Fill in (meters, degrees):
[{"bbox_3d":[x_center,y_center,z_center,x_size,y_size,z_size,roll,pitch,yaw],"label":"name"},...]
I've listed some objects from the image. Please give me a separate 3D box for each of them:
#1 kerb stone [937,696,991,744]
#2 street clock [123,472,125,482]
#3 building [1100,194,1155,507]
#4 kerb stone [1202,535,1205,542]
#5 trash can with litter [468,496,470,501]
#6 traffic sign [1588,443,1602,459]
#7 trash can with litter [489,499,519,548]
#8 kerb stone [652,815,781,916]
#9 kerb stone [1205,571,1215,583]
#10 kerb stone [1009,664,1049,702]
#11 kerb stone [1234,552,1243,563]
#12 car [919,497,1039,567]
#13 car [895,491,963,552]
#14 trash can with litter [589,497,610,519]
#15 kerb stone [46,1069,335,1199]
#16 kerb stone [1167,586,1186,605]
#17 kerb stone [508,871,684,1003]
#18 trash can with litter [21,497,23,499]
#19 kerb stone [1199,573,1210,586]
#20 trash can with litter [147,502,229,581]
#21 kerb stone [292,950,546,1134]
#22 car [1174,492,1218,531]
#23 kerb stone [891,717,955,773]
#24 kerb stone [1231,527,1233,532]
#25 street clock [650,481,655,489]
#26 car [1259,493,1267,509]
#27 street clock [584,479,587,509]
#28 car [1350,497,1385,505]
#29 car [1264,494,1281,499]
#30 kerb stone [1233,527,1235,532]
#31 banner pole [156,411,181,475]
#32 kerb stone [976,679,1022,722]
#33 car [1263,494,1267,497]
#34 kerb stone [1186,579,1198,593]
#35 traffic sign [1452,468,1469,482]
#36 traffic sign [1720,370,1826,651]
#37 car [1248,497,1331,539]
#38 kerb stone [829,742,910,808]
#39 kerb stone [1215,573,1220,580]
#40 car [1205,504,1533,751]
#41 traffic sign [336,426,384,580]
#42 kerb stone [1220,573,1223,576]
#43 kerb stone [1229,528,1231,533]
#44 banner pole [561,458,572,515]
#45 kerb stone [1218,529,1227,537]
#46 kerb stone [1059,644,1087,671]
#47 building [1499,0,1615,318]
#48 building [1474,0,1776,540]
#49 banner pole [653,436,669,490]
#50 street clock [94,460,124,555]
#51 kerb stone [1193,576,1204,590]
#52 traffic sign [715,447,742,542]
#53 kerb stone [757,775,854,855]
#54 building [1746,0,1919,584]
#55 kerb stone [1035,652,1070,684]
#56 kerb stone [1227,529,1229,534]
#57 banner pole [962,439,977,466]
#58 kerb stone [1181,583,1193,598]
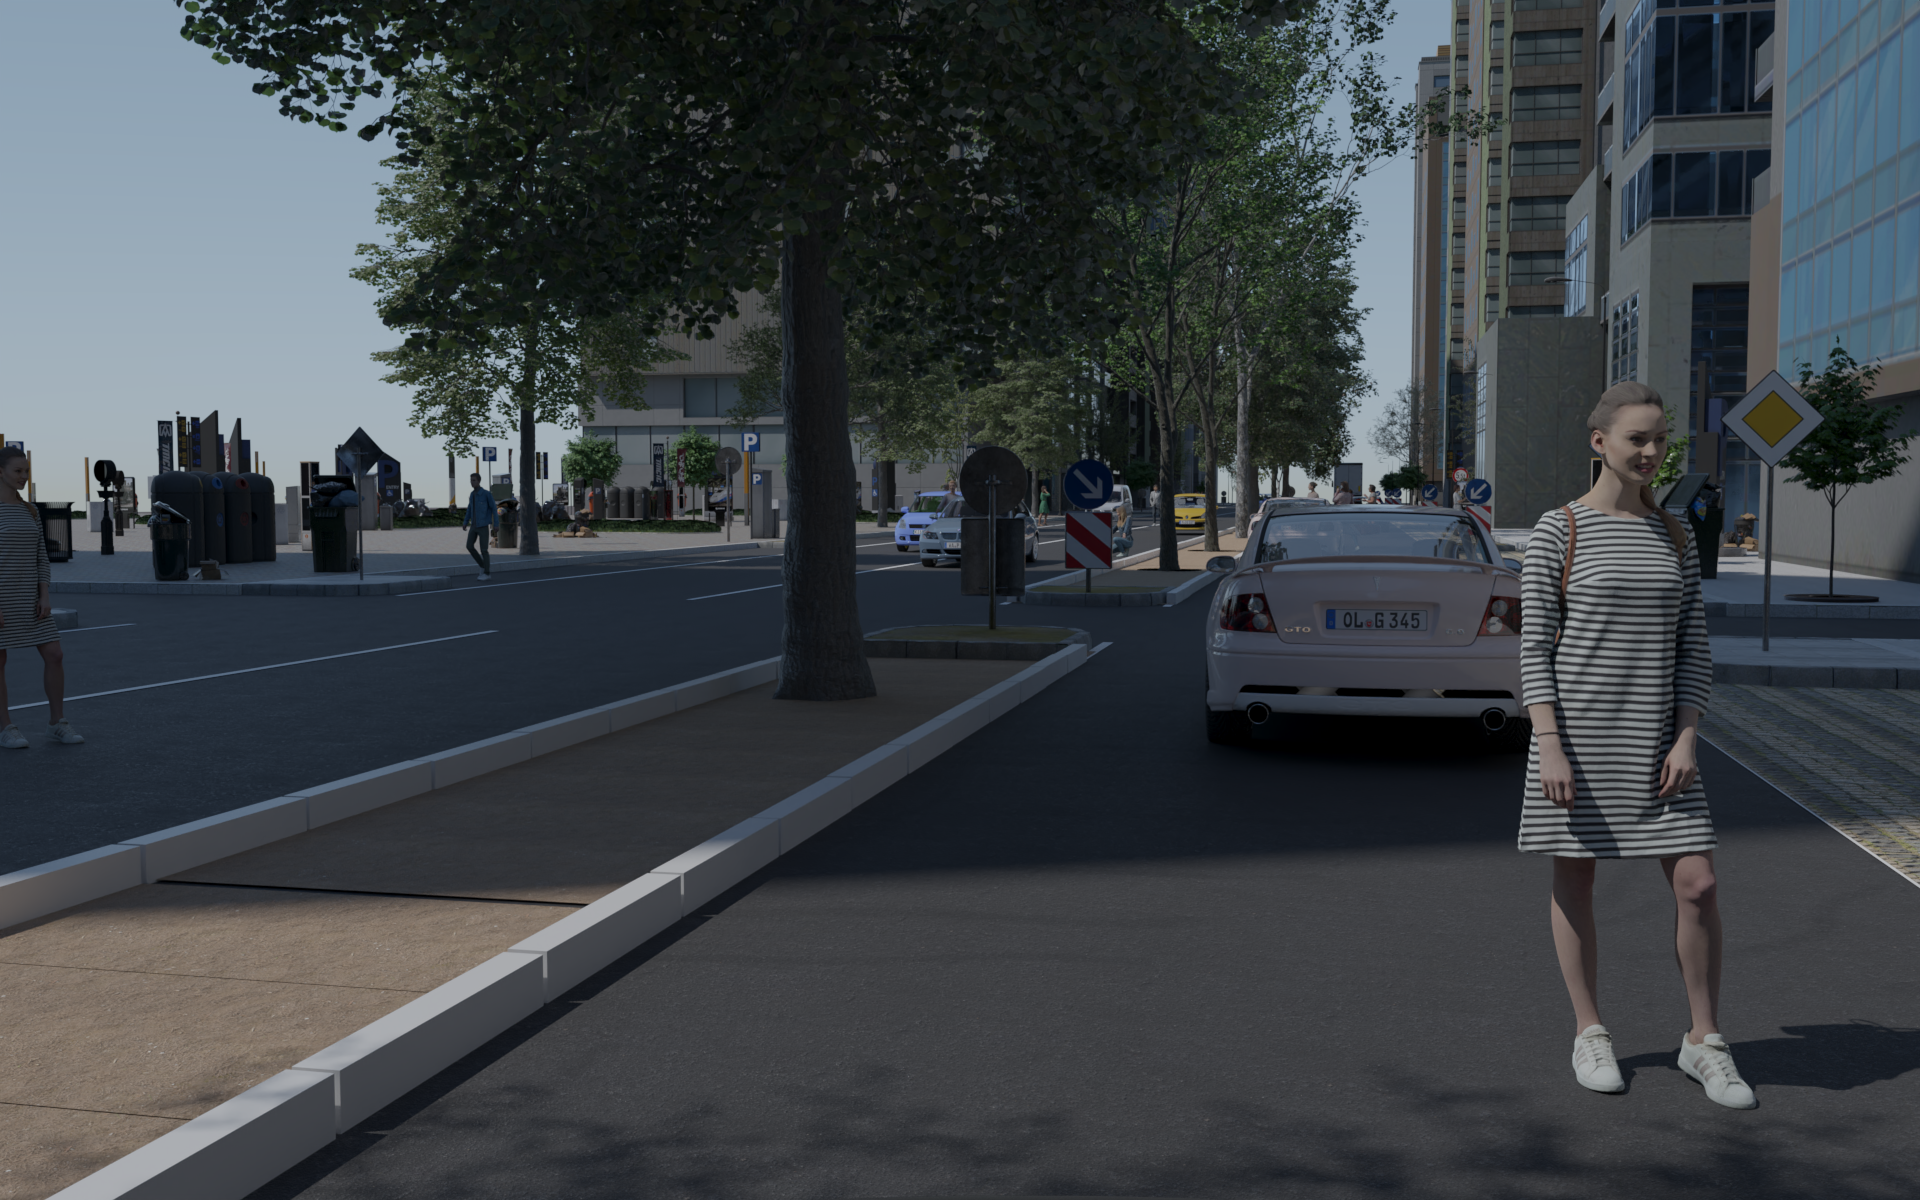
[{"bbox_3d":[0.013,0.724,10.362,0.120,0.150,1.000,1,4,13],"label":"kerb stone"},{"bbox_3d":[-25.586,-2.942,52.674,0.358,2.002,0.471,0,4,-5],"label":"street clock"},{"bbox_3d":[10.413,-24.056,165.023,14.160,30.474,14.107,1,4,13],"label":"building"},{"bbox_3d":[7.097,-1.780,51.374,0.120,0.150,1.000,1,4,13],"label":"kerb stone"},{"bbox_3d":[-24.068,-4.497,84.582,1.678,1.210,2.233,0,4,1],"label":"trash can with litter"},{"bbox_3d":[8.335,-1.116,21.883,0.795,2.450,0.064,1,4,13],"label":"traffic sign"},{"bbox_3d":[-10.877,-1.815,41.062,0.624,1.170,1.055,-3,5,-39],"label":"trash can with litter"},{"bbox_3d":[-0.884,0.968,6.366,0.120,0.150,1.000,1,4,13],"label":"kerb stone"},{"bbox_3d":[3.975,-0.347,27.937,0.120,0.150,1.000,1,4,13],"label":"kerb stone"},{"bbox_3d":[0.472,0.601,12.365,0.120,0.150,1.000,1,4,13],"label":"kerb stone"},{"bbox_3d":[5.995,-0.901,36.925,0.120,0.150,1.000,1,4,13],"label":"kerb stone"},{"bbox_3d":[0.468,-1.430,35.389,2.014,1.417,4.499,1,4,13],"label":"car"},{"bbox_3d":[-0.452,-2.106,44.016,1.945,1.707,3.694,1,4,14],"label":"car"},{"bbox_3d":[-17.412,-4.396,83.266,1.055,1.170,0.624,-3,5,-45],"label":"trash can with litter"},{"bbox_3d":[-1.555,1.153,3.369,0.120,0.150,1.000,1,4,13],"label":"kerb stone"},{"bbox_3d":[2.847,-0.045,22.926,0.120,0.150,1.000,1,4,13],"label":"kerb stone"},{"bbox_3d":[-1.109,1.031,5.369,0.120,0.150,1.000,1,4,13],"label":"kerb stone"},{"bbox_3d":[-60.420,-6.103,111.172,0.624,1.170,1.055,-1,4,-16],"label":"trash can with litter"},{"bbox_3d":[3.743,-0.290,26.937,0.120,0.150,1.000,1,4,13],"label":"kerb stone"},{"bbox_3d":[-11.544,-0.887,25.892,1.055,1.170,0.624,-2,4,-31],"label":"trash can with litter"},{"bbox_3d":[-1.334,1.095,4.371,0.120,0.150,1.000,1,4,13],"label":"kerb stone"},{"bbox_3d":[8.202,-3.147,61.677,2.015,1.641,3.980,1,4,11],"label":"car"},{"bbox_3d":[-0.209,0.785,9.364,0.120,0.150,1.000,1,4,13],"label":"kerb stone"},{"bbox_3d":[9.803,-2.520,63.391,0.120,0.150,1.000,1,4,13],"label":"kerb stone"},{"bbox_3d":[-16.684,-5.485,94.242,0.358,2.002,0.471,-2,4,-25],"label":"street clock"},{"bbox_3d":[20.482,-6.803,120.816,1.945,1.707,3.694,1,4,14],"label":"car"},{"bbox_3d":[-17.406,-4.598,79.745,0.358,2.002,0.471,2,4,33],"label":"street clock"},{"bbox_3d":[15.452,-3.275,66.134,1.945,1.354,3.894,1,4,11],"label":"car"},{"bbox_3d":[25.043,-7.733,138.440,2.014,1.417,4.499,1,4,12],"label":"car"},{"bbox_3d":[10.026,-2.576,64.388,0.120,0.150,1.000,1,4,13],"label":"kerb stone"},{"bbox_3d":[-23.626,-3.786,51.921,0.401,3.779,0.863,3,5,39],"label":"banner pole"},{"bbox_3d":[0.239,0.663,11.360,0.120,0.150,1.000,1,4,13],"label":"kerb stone"},{"bbox_3d":[38.655,-12.980,221.813,1.945,1.707,3.694,1,4,12],"label":"car"},{"bbox_3d":[3.289,-0.167,24.930,0.120,0.150,1.000,1,4,13],"label":"kerb stone"},{"bbox_3d":[24.186,-5.114,83.722,0.768,2.556,0.104,1,4,18],"label":"traffic sign"},{"bbox_3d":[6.581,-0.639,14.092,0.795,2.450,0.064,1,4,13],"label":"traffic sign"},{"bbox_3d":[7.064,-1.457,36.188,2.083,1.381,4.827,1,4,14],"label":"car"},{"bbox_3d":[-0.438,0.846,8.363,0.120,0.150,1.000,1,4,13],"label":"kerb stone"},{"bbox_3d":[4.200,-0.408,28.934,0.120,0.150,1.000,1,4,13],"label":"kerb stone"},{"bbox_3d":[2.600,0.073,11.162,2.083,1.381,4.827,1,4,12],"label":"car"},{"bbox_3d":[-8.924,-1.354,25.775,0.795,2.450,0.064,1,4,13],"label":"traffic sign"},{"bbox_3d":[4.417,-0.473,29.938,0.120,0.150,1.000,1,4,13],"label":"kerb stone"},{"bbox_3d":[9.578,-2.458,62.378,0.120,0.150,1.000,1,4,13],"label":"kerb stone"},{"bbox_3d":[-23.959,-7.073,105.666,0.863,3.779,0.401,-3,4,-36],"label":"banner pole"},{"bbox_3d":[9.124,-2.335,60.375,0.120,0.150,1.000,1,4,13],"label":"kerb stone"},{"bbox_3d":[0.918,0.482,14.371,0.120,0.150,1.000,1,4,13],"label":"kerb stone"},{"bbox_3d":[33.948,-19.212,85.818,14.160,30.474,14.107,1,4,13],"label":"building"},{"bbox_3d":[29.464,-45.332,53.856,22.319,86.520,31.000,1,4,13],"label":"building"},{"bbox_3d":[-12.881,-5.199,75.013,0.863,3.779,0.401,-1,4,-12],"label":"banner pole"},{"bbox_3d":[-18.010,-1.955,36.533,0.471,2.002,0.358,2,4,31],"label":"street clock"},{"bbox_3d":[3.516,-0.229,25.932,0.120,0.150,1.000,1,4,13],"label":"kerb stone"},{"bbox_3d":[-6.231,-2.841,46.555,0.768,2.556,0.104,1,4,13],"label":"traffic sign"},{"bbox_3d":[-0.659,0.909,7.363,0.120,0.150,1.000,1,4,13],"label":"kerb stone"},{"bbox_3d":[20.839,-22.907,24.648,14.200,45.320,14.600,1,4,13],"label":"building"},{"bbox_3d":[0.689,0.540,13.371,0.120,0.150,1.000,1,4,13],"label":"kerb stone"},{"bbox_3d":[9.350,-2.396,61.378,0.120,0.150,1.000,1,4,13],"label":"kerb stone"},{"bbox_3d":[0.361,-5.415,78.556,0.863,3.779,0.401,1,4,12],"label":"banner pole"},{"bbox_3d":[3.076,-0.103,23.930,0.120,0.150,1.000,1,4,13],"label":"kerb stone"}]
